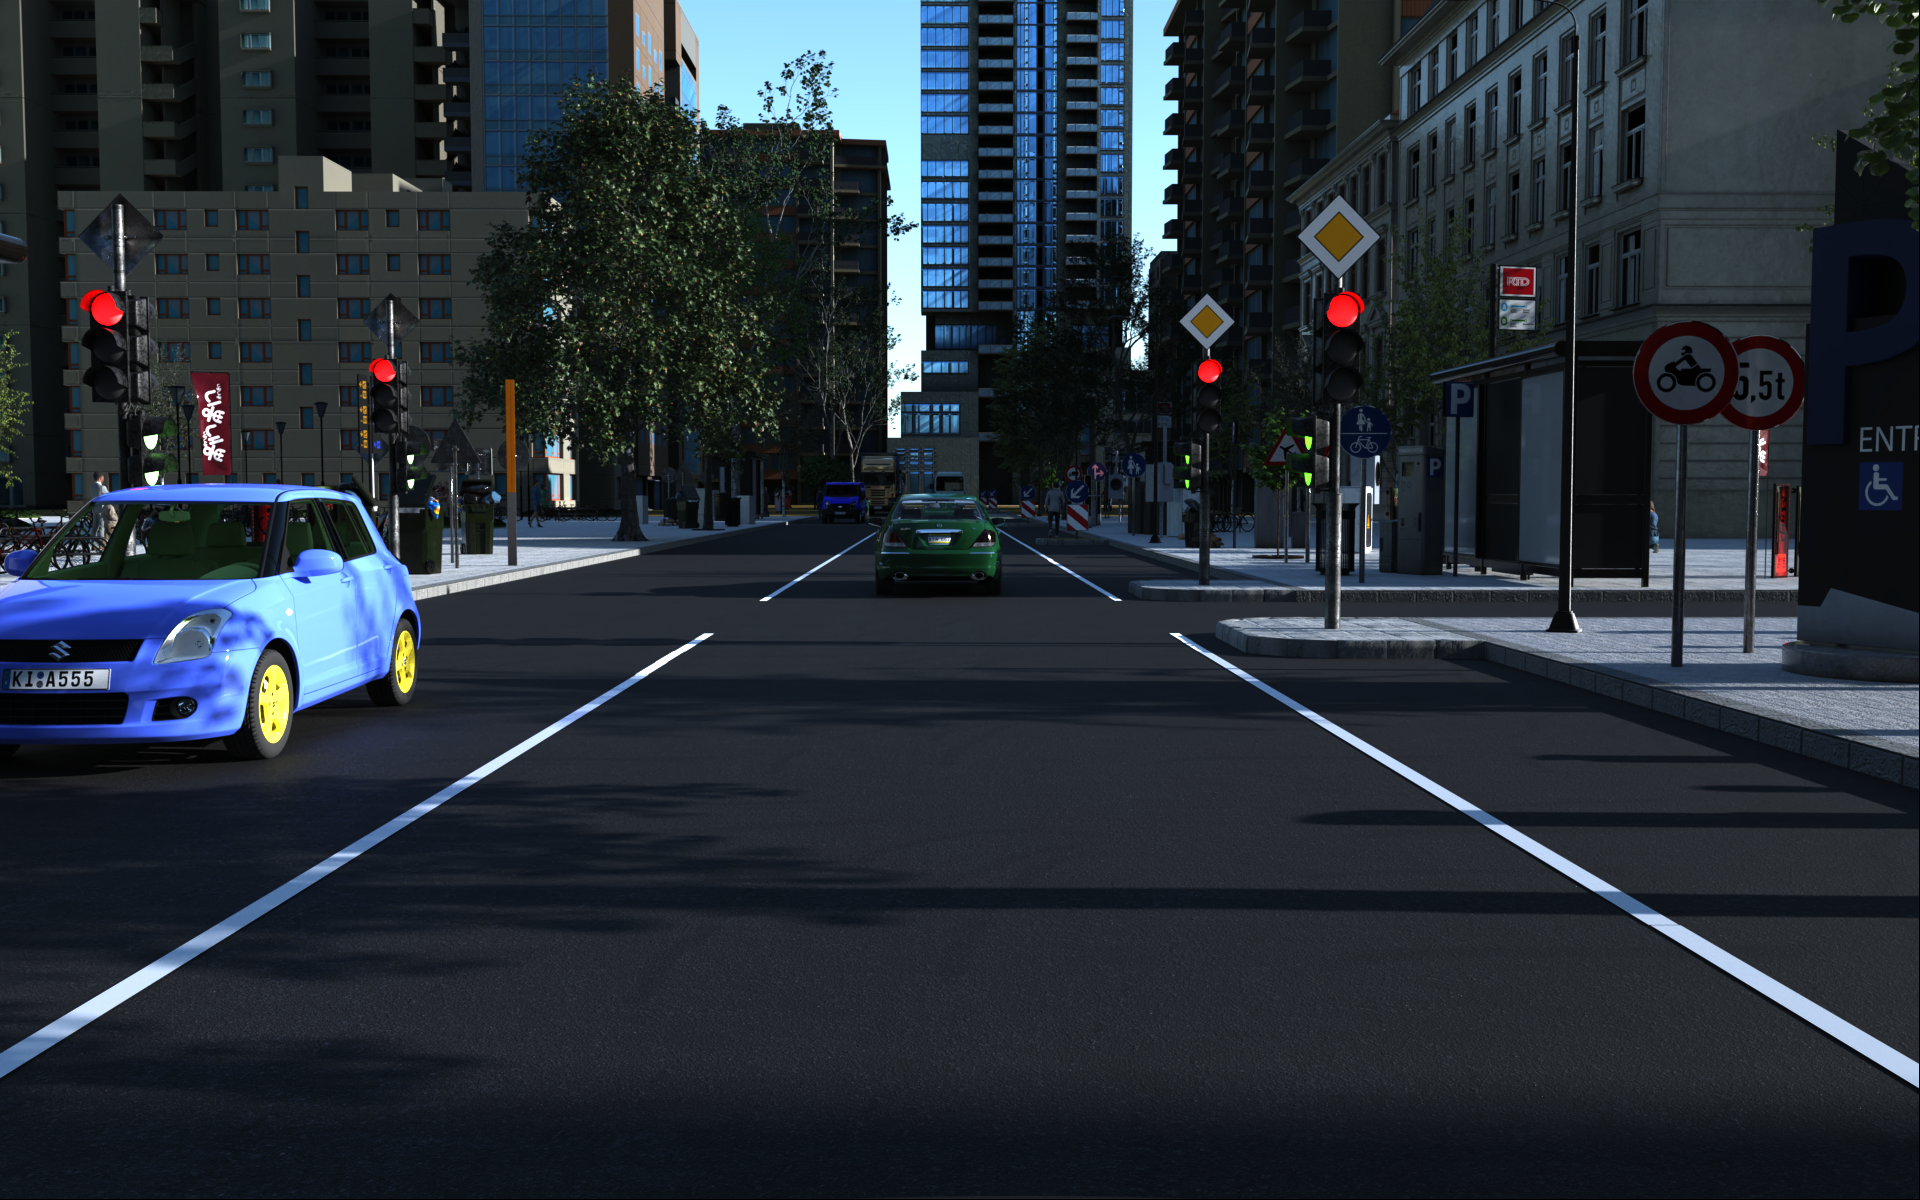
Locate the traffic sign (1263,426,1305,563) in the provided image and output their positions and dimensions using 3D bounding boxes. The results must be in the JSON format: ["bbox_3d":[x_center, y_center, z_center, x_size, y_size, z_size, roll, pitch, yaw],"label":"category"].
[{"bbox_3d":[6.054,-1.962,32.084,0.884,2.594,0.081,0,4,3],"label":"traffic sign"}]

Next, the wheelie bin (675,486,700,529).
[{"bbox_3d":[-10.174,-3.465,64.554,0.693,1.594,0.980,3,5,44],"label":"wheelie bin"}]

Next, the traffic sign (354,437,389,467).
[{"bbox_3d":[-11.771,-2.140,34.728,0.795,2.593,0.064,1,4,9],"label":"traffic sign"}]

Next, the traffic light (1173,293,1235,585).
[{"bbox_3d":[3.436,-2.169,24.381,0.839,4.253,0.868,0,4,-1],"label":"traffic light"}]

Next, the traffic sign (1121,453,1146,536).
[{"bbox_3d":[5.355,-3.257,53.354,0.768,2.556,0.104,0,4,7],"label":"traffic sign"}]

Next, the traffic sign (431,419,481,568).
[{"bbox_3d":[-8.689,-1.826,29.858,0.884,2.594,0.081,0,4,3],"label":"traffic sign"}]

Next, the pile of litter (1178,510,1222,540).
[{"bbox_3d":[6.710,-2.115,48.543,1.176,0.858,1.719,0,4,-2],"label":"pile of litter"}]

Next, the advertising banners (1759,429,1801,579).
[{"bbox_3d":[12.556,-1.849,26.416,2.074,3.025,0.090,-3,5,-40],"label":"advertising banners"}]

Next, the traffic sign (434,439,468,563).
[{"bbox_3d":[-9.424,-1.833,32.098,0.606,2.300,0.079,0,3,0],"label":"traffic sign"}]

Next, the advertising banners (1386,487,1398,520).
[{"bbox_3d":[9.106,-2.288,33.593,2.074,3.025,0.090,-2,4,-27],"label":"advertising banners"}]

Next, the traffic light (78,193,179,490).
[{"bbox_3d":[-7.829,-1.671,16.245,0.839,4.253,0.868,0,4,-1],"label":"traffic light"}]

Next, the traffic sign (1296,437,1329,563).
[{"bbox_3d":[6.505,-1.972,32.345,0.768,2.556,0.104,0,4,6],"label":"traffic sign"}]

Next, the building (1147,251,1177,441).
[{"bbox_3d":[29.826,-26.446,204.088,14.107,30.474,14.160,0,4,-1],"label":"building"}]

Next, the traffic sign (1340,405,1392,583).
[{"bbox_3d":[5.806,-1.519,24.949,0.768,2.556,0.104,0,4,6],"label":"traffic sign"}]

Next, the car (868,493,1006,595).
[{"bbox_3d":[-0.343,-0.876,26.126,2.131,1.459,4.920,0,4,-1],"label":"car"}]

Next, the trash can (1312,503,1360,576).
[{"bbox_3d":[5.944,-0.965,27.434,0.748,1.137,0.748,0,3,0],"label":"trash can"}]

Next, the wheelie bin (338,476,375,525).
[{"bbox_3d":[-10.468,-1.352,30.008,0.693,1.594,0.980,-1,4,-12],"label":"wheelie bin"}]

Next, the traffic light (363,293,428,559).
[{"bbox_3d":[-7.925,-2.160,24.230,0.839,4.253,0.868,0,4,-1],"label":"traffic light"}]

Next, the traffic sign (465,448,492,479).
[{"bbox_3d":[-10.733,-2.232,38.616,0.606,2.300,0.079,0,4,1],"label":"traffic sign"}]

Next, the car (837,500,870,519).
[{"bbox_3d":[-6.377,-5.581,103.049,2.131,1.459,4.920,0,4,-1],"label":"car"}]

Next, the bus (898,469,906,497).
[{"bbox_3d":[-6.205,-9.912,153.614,2.896,3.916,12.252,0,4,0],"label":"bus"}]

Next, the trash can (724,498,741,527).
[{"bbox_3d":[-8.966,-3.463,68.280,0.748,1.137,0.748,0,3,0],"label":"trash can"}]

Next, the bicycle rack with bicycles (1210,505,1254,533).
[{"bbox_3d":[8.566,-2.771,58.682,2.925,0.926,2.852,0,4,-7],"label":"bicycle rack with bicycles"}]

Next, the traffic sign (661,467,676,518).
[{"bbox_3d":[-13.771,-5.005,81.938,0.768,2.556,0.104,0,4,8],"label":"traffic sign"}]

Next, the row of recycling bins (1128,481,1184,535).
[{"bbox_3d":[6.247,-2.960,55.515,1.069,1.692,3.534,-1,4,-14],"label":"row of recycling bins"}]

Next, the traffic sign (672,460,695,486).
[{"bbox_3d":[-10.552,-4.042,66.084,0.884,2.594,0.081,1,4,8],"label":"traffic sign"}]

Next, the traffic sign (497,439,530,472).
[{"bbox_3d":[-10.279,-2.432,39.873,0.768,2.556,0.104,0,4,5],"label":"traffic sign"}]

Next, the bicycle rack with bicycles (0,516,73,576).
[{"bbox_3d":[-14.496,-0.866,27.534,2.925,0.926,2.852,-3,4,-37],"label":"bicycle rack with bicycles"}]

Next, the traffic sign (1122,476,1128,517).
[{"bbox_3d":[9.045,-5.757,96.258,0.606,2.300,0.079,0,4,1],"label":"traffic sign"}]

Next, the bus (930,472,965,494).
[{"bbox_3d":[-1.062,-9.478,149.827,2.948,3.499,13.247,0,4,-2],"label":"bus"}]

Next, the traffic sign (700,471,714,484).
[{"bbox_3d":[-13.915,-5.816,95.191,0.768,2.556,0.104,0,4,0],"label":"traffic sign"}]

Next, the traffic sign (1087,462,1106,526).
[{"bbox_3d":[5.465,-4.228,69.233,0.768,2.556,0.104,0,4,4],"label":"traffic sign"}]

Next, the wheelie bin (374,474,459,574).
[{"bbox_3d":[-8.725,-1.219,27.841,0.980,1.594,0.693,1,4,13],"label":"wheelie bin"}]

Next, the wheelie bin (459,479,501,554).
[{"bbox_3d":[-10.282,-1.779,36.998,0.980,1.594,0.693,-2,4,-28],"label":"wheelie bin"}]

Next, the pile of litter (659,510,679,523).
[{"bbox_3d":[-12.506,-3.831,76.597,1.719,0.858,1.176,3,4,36],"label":"pile of litter"}]

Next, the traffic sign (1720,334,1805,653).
[{"bbox_3d":[6.374,-0.845,13.923,0.768,2.556,0.104,0,4,3],"label":"traffic sign"}]

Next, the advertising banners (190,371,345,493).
[{"bbox_3d":[-10.060,-1.778,25.254,2.074,3.025,0.090,-2,4,-30],"label":"advertising banners"}]

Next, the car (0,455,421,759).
[{"bbox_3d":[-4.563,-0.053,10.457,1.945,1.707,3.694,0,4,-1],"label":"car"}]

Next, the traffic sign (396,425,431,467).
[{"bbox_3d":[-10.194,-1.960,32.153,0.768,2.556,0.104,0,4,8],"label":"traffic sign"}]

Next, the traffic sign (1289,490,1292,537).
[{"bbox_3d":[9.903,-3.168,51.903,0.768,2.556,0.104,0,4,0],"label":"traffic sign"}]

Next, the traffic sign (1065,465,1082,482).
[{"bbox_3d":[5.008,-4.666,76.397,0.768,2.556,0.104,0,4,7],"label":"traffic sign"}]

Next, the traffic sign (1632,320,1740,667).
[{"bbox_3d":[5.334,-0.777,12.812,0.768,2.556,0.104,0,4,4],"label":"traffic sign"}]

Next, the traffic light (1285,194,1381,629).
[{"bbox_3d":[3.531,-1.680,16.397,0.839,4.253,0.868,0,4,-1],"label":"traffic light"}]
